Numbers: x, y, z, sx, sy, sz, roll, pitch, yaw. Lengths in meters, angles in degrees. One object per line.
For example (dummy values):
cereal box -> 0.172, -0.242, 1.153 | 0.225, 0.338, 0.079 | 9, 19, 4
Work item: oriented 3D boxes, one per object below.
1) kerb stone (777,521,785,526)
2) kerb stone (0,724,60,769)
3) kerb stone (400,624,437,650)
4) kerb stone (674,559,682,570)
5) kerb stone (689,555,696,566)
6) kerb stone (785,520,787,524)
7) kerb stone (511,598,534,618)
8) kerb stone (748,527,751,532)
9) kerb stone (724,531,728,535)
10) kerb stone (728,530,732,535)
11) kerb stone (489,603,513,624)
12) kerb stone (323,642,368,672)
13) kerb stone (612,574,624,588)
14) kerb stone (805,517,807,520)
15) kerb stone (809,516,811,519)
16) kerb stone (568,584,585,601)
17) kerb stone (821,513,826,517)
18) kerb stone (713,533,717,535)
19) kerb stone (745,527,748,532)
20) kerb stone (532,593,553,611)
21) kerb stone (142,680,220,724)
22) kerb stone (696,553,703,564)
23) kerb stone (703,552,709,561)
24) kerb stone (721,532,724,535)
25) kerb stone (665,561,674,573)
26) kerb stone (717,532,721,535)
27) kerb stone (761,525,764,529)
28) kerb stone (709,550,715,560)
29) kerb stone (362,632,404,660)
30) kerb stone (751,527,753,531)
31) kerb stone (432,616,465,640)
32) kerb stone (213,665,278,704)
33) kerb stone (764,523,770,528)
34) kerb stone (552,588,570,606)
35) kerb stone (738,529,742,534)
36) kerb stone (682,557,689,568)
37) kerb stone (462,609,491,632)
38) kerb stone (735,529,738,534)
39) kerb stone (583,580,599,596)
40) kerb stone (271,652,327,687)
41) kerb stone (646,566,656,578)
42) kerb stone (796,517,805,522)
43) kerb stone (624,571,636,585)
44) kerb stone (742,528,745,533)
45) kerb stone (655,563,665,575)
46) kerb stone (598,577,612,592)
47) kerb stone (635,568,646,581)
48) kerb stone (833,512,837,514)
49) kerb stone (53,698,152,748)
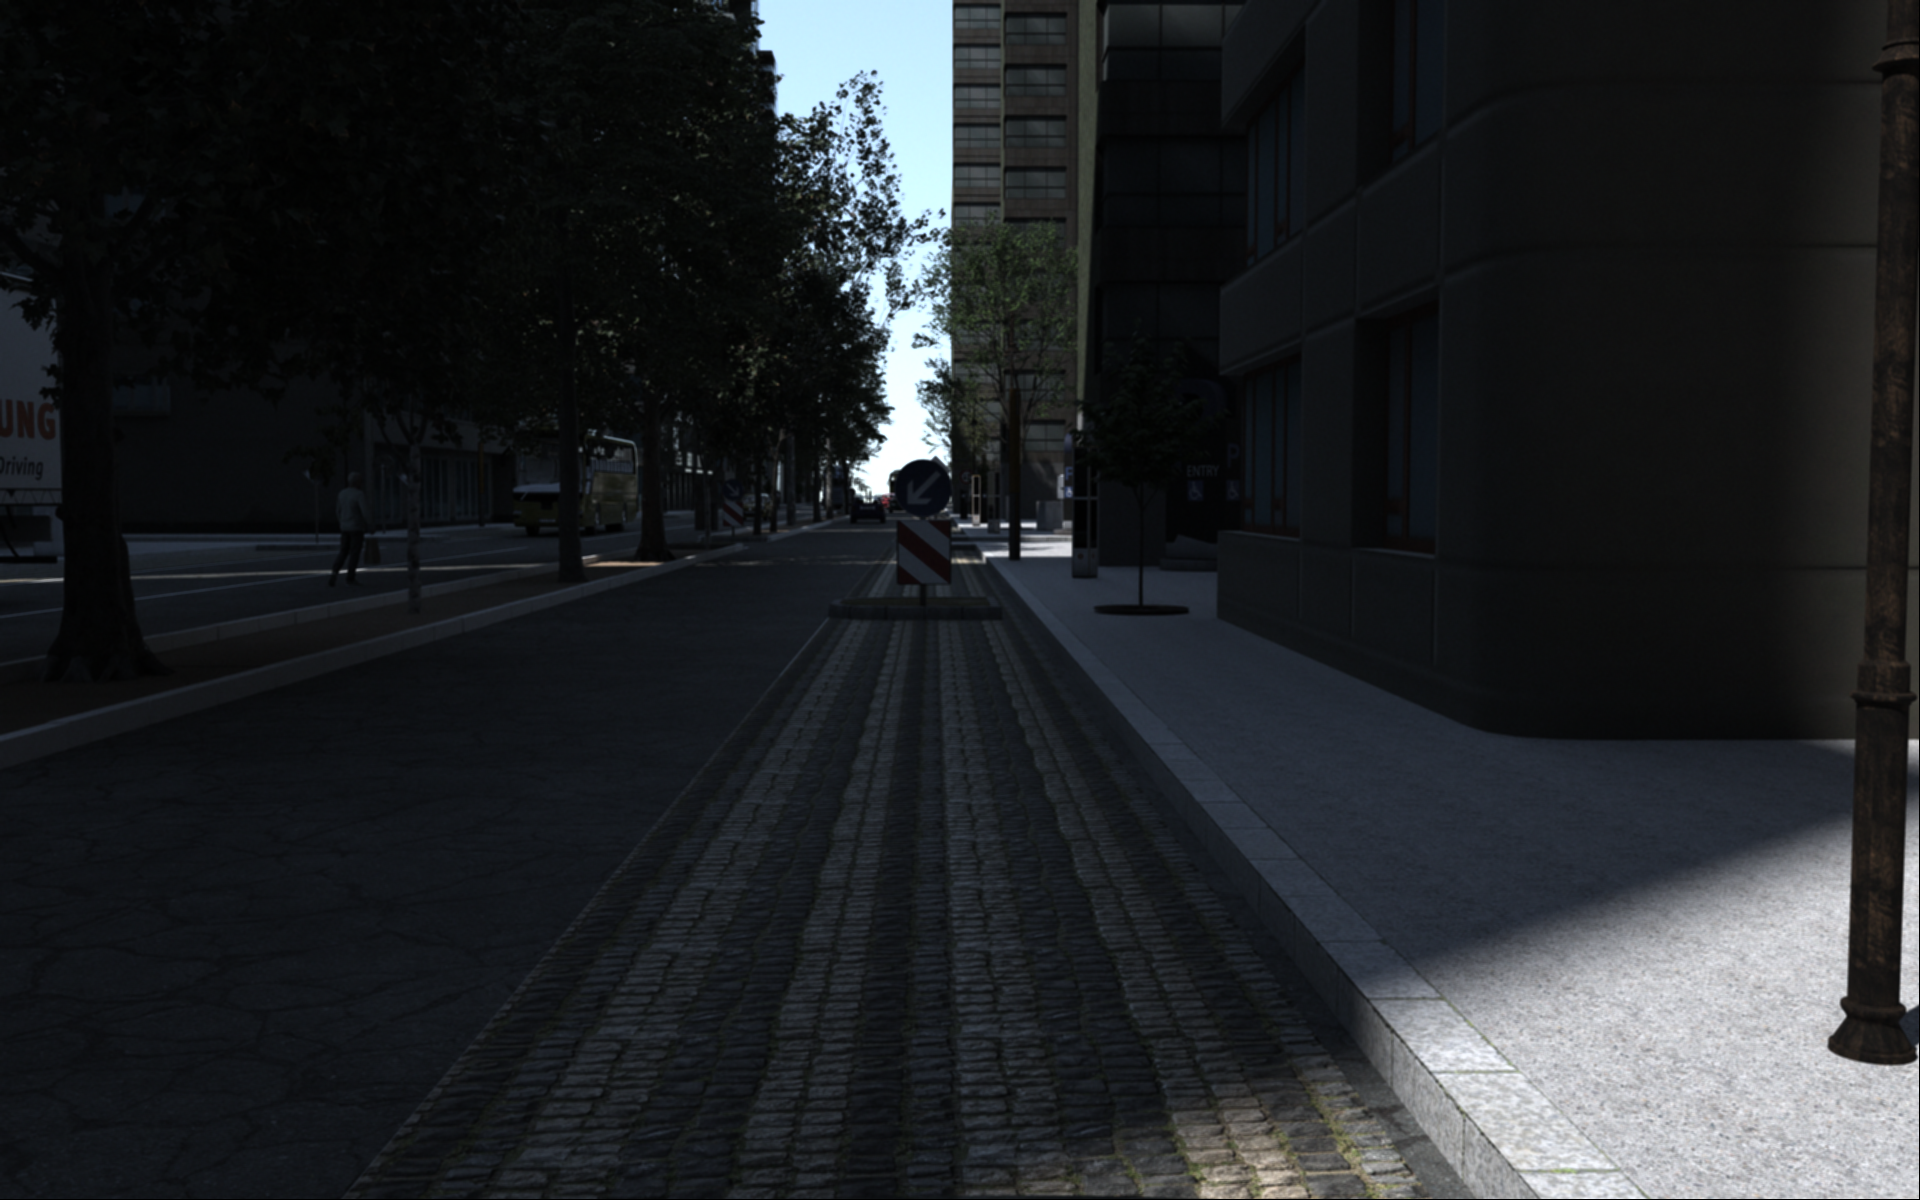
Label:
kerb stone -> -8.329, -3.561, 80.469 | 0.120, 0.150, 1.000 | 0, 4, -1
kerb stone -> -5.061, 0.799, 9.220 | 0.120, 0.150, 1.000 | 0, 4, -1
kerb stone -> -5.185, 0.359, 16.398 | 0.120, 0.150, 1.000 | 0, 4, -1
kerb stone -> -5.450, -0.644, 32.791 | 0.120, 0.150, 1.000 | 0, 4, -1
kerb stone -> -5.486, -0.770, 34.841 | 0.120, 0.150, 1.000 | 0, 4, -1
kerb stone -> -8.343, -3.623, 81.498 | 0.120, 0.150, 1.000 | 0, 4, -1
kerb stone -> -5.249, 0.104, 20.498 | 0.120, 0.150, 1.000 | 0, 4, -1
kerb stone -> -8.072, -2.624, 65.117 | 0.120, 0.150, 1.000 | 0, 4, -1
kerb stone -> -7.964, -2.183, 57.948 | 0.120, 0.150, 1.000 | 0, 4, -1
kerb stone -> -7.978, -2.250, 58.975 | 0.120, 0.150, 1.000 | 0, 4, -1
kerb stone -> -5.234, 0.170, 19.475 | 0.120, 0.150, 1.000 | 0, 4, -1
kerb stone -> -5.150, 0.483, 14.353 | 0.120, 0.150, 1.000 | 0, 4, -1
kerb stone -> -5.352, -0.272, 26.639 | 0.120, 0.150, 1.000 | 0, 4, -1
kerb stone -> -8.538, -4.380, 93.807 | 0.120, 0.150, 1.000 | 0, 4, -1
kerb stone -> -8.597, -4.566, 96.873 | 0.120, 0.150, 1.000 | 0, 4, -1
kerb stone -> -5.303, -0.078, 23.570 | 0.120, 0.150, 1.000 | 0, 4, -1
kerb stone -> -8.873, -5.569, 113.252 | 0.120, 0.150, 1.000 | 0, 4, -1
kerb stone -> -7.915, -1.997, 54.879 | 0.120, 0.150, 1.000 | 0, 4, -1
kerb stone -> -8.063, -2.563, 64.095 | 0.120, 0.150, 1.000 | 0, 4, -1
kerb stone -> -5.262, 0.044, 21.521 | 0.120, 0.150, 1.000 | 0, 4, -1
kerb stone -> -5.099, 0.668, 11.274 | 0.120, 0.150, 1.000 | 0, 4, -1
kerb stone -> -5.499, -0.836, 35.863 | 0.120, 0.150, 1.000 | 0, 4, -1
kerb stone -> -5.523, -0.899, 36.888 | 0.120, 0.150, 1.000 | 0, 4, -1
kerb stone -> -7.948, -2.124, 56.926 | 0.120, 0.150, 1.000 | 0, 4, -1
kerb stone -> -5.431, -0.583, 31.761 | 0.120, 0.150, 1.000 | 0, 4, -1
kerb stone -> -7.928, -2.061, 55.901 | 0.120, 0.150, 1.000 | 0, 4, -1
kerb stone -> -8.162, -2.938, 70.232 | 0.120, 0.150, 1.000 | 0, 4, -1
kerb stone -> -5.532, -0.961, 37.916 | 0.120, 0.150, 1.000 | 0, 4, -1
kerb stone -> -5.169, 0.422, 15.376 | 0.120, 0.150, 1.000 | 0, 4, -1
kerb stone -> -8.100, -2.688, 66.139 | 0.120, 0.150, 1.000 | 0, 4, -1
kerb stone -> -5.201, 0.298, 17.424 | 0.120, 0.150, 1.000 | 0, 4, -1
kerb stone -> -5.113, 0.607, 12.297 | 0.120, 0.150, 1.000 | 0, 4, -1
kerb stone -> -8.214, -3.126, 73.297 | 0.120, 0.150, 1.000 | 0, 4, -1
kerb stone -> -5.280, -0.015, 22.545 | 0.120, 0.150, 1.000 | 0, 4, -1
kerb stone -> -8.030, -2.437, 62.052 | 0.120, 0.150, 1.000 | 0, 4, -1
kerb stone -> -5.467, -0.711, 33.813 | 0.120, 0.150, 1.000 | 0, 4, -1
kerb stone -> -5.210, 0.230, 18.446 | 0.120, 0.150, 1.000 | 0, 4, -1
kerb stone -> -8.018, -2.375, 61.030 | 0.120, 0.150, 1.000 | 0, 4, -1
kerb stone -> -5.313, -0.147, 24.595 | 0.120, 0.150, 1.000 | 0, 4, -1
kerb stone -> -5.131, 0.543, 13.325 | 0.120, 0.150, 1.000 | 0, 4, -1
kerb stone -> -5.403, -0.460, 29.713 | 0.120, 0.150, 1.000 | 0, 4, -1
kerb stone -> -8.527, -4.317, 92.779 | 0.120, 0.150, 1.000 | 0, 4, -1
kerb stone -> -5.366, -0.329, 27.666 | 0.120, 0.150, 1.000 | 0, 4, -1
kerb stone -> -8.042, -2.500, 63.074 | 0.120, 0.150, 1.000 | 0, 4, -1
kerb stone -> -5.417, -0.521, 30.735 | 0.120, 0.150, 1.000 | 0, 4, -1
kerb stone -> -5.343, -0.209, 25.617 | 0.120, 0.150, 1.000 | 0, 4, -1
kerb stone -> -5.387, -0.397, 28.691 | 0.120, 0.150, 1.000 | 0, 4, -1
kerb stone -> -9.087, -6.384, 126.566 | 0.120, 0.150, 1.000 | 0, 4, -1
kerb stone -> -5.083, 0.731, 10.242 | 0.120, 0.150, 1.000 | 0, 4, -1
